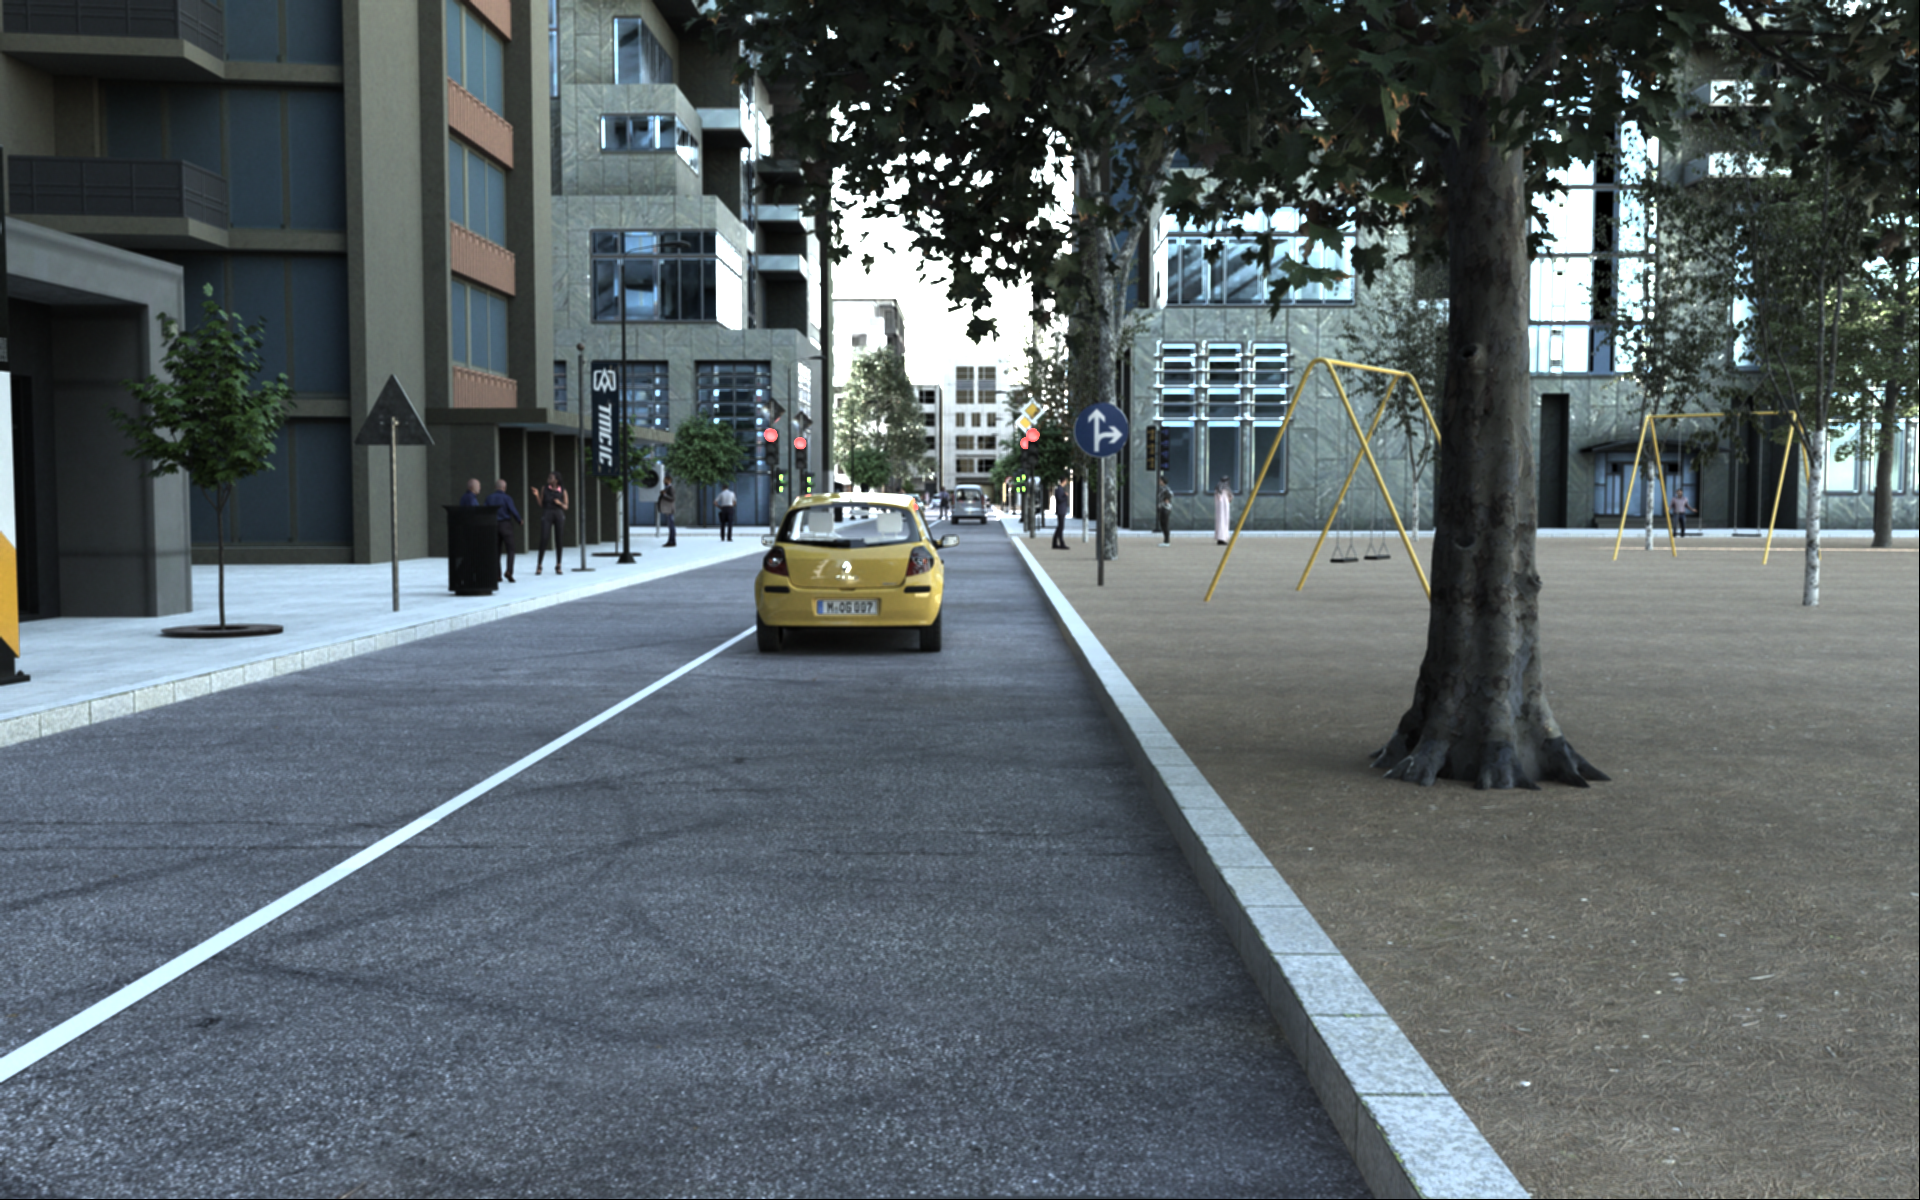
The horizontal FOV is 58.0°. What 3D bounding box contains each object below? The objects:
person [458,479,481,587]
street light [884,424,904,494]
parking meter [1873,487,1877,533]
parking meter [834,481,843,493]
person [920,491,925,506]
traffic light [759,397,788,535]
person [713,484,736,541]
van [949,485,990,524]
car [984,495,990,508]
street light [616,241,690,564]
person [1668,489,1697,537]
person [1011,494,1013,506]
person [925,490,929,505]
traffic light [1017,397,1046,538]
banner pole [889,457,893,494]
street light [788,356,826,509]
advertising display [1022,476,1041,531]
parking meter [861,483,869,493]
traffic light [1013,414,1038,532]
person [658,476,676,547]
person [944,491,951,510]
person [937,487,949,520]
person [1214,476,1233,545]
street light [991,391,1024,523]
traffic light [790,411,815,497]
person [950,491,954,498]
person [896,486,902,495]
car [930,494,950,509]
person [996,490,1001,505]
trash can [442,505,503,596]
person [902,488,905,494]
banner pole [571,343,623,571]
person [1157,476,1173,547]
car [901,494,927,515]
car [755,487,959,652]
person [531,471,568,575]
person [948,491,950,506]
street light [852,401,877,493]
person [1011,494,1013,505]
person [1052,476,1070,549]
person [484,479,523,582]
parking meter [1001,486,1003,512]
[{"bbox_3d":[-6.701,-0.930,23.948,0.600,1.496,0.574,0,4,-4],"label":"person"},{"bbox_3d":[-4.403,-8.656,114.068,1.470,5.913,1.316,0,4,1],"label":"street light"},{"bbox_3d":[30.614,-3.009,57.611,0.372,1.533,0.369,0,3,0],"label":"parking meter"},{"bbox_3d":[-5.547,-4.495,79.210,0.399,1.863,0.255,1,4,11],"label":"parking meter"},{"bbox_3d":[-3.058,-8.122,142.766,0.415,1.643,0.593,0,4,0],"label":"person"},{"bbox_3d":[-5.435,-3.756,50.333,0.839,4.253,0.868,0,4,1],"label":"traffic light"},{"bbox_3d":[-6.427,-2.391,47.347,0.614,1.554,0.590,0,4,-6],"label":"person"},{"bbox_3d":[0.447,-4.680,83.533,2.013,2.044,4.112,0,4,2],"label":"van"},{"bbox_3d":[2.185,-10.468,183.519,2.083,1.381,4.827,0,4,-1],"label":"car"},{"bbox_3d":[-5.647,-3.633,31.936,1.470,5.913,1.316,0,4,1],"label":"street light"},{"bbox_3d":[21.631,-2.547,52.095,0.963,1.587,0.435,0,4,3],"label":"person"},{"bbox_3d":[5.679,-11.041,186.577,0.705,1.822,1.348,0,4,2],"label":"person"},{"bbox_3d":[-3.807,-11.753,198.866,0.551,1.740,0.621,-3,4,-38],"label":"person"},{"bbox_3d":[2.086,-3.751,50.243,0.839,4.253,0.868,0,4,1],"label":"traffic light"},{"bbox_3d":[-4.665,-7.736,116.499,0.401,3.779,0.863,1,4,16],"label":"banner pole"},{"bbox_3d":[-5.201,-5.248,58.339,1.470,5.913,1.316,0,4,1],"label":"street light"},{"bbox_3d":[2.502,-3.378,60.448,0.123,1.923,0.974,3,4,37],"label":"advertising display"},{"bbox_3d":[-4.989,-5.201,90.755,0.399,1.863,0.255,-3,5,-44],"label":"parking meter"},{"bbox_3d":[2.198,-4.239,58.227,0.839,4.253,0.868,0,4,1],"label":"traffic light"},{"bbox_3d":[-7.145,-2.162,42.213,0.431,1.722,0.655,0,4,-8],"label":"person"},{"bbox_3d":[-1.291,-9.143,158.705,1.217,1.735,0.721,0,4,0],"label":"person"},{"bbox_3d":[-0.974,-5.408,96.788,0.709,1.838,0.599,1,4,20],"label":"person"},{"bbox_3d":[6.670,-2.269,43.805,0.551,1.740,0.621,3,4,36],"label":"person"},{"bbox_3d":[2.270,-6.451,78.012,1.470,5.913,1.316,0,4,1],"label":"street light"},{"bbox_3d":[-5.323,-4.244,58.317,0.839,4.253,0.868,0,4,1],"label":"traffic light"},{"bbox_3d":[-0.627,-9.834,169.969,0.721,1.739,1.217,3,5,44],"label":"person"},{"bbox_3d":[-2.476,-3.645,68.817,0.376,1.734,0.841,1,4,21],"label":"person"},{"bbox_3d":[-1.900,-9.336,164.650,2.014,1.417,4.499,0,4,1],"label":"car"},{"bbox_3d":[4.609,-11.628,196.685,1.217,1.766,0.721,1,4,12],"label":"person"},{"bbox_3d":[-6.175,-0.630,21.959,0.748,1.137,0.748,0,3,0],"label":"trash can"},{"bbox_3d":[-5.084,-9.042,153.891,0.705,1.823,1.348,-2,4,-25],"label":"person"},{"bbox_3d":[-6.067,-2.377,28.884,0.863,3.779,0.401,-1,4,-17],"label":"banner pole"},{"bbox_3d":[5.032,-2.181,42.424,0.376,1.734,0.841,0,4,7],"label":"person"},{"bbox_3d":[-2.836,-5.027,93.992,2.131,1.459,4.920,0,4,-1],"label":"car"},{"bbox_3d":[-1.014,-0.425,17.170,2.015,1.641,3.980,0,4,-1],"label":"car"},{"bbox_3d":[-6.513,-1.226,27.559,0.415,1.643,0.593,3,4,37],"label":"person"},{"bbox_3d":[-1.307,-11.749,201.257,0.621,1.740,0.551,-1,4,-15],"label":"person"},{"bbox_3d":[-4.813,-6.952,86.203,1.470,5.913,1.316,0,4,1],"label":"street light"},{"bbox_3d":[4.230,-8.604,147.443,0.721,1.736,1.217,-3,4,-38],"label":"person"},{"bbox_3d":[2.356,-2.040,40.319,0.530,1.710,0.541,1,4,21],"label":"person"},{"bbox_3d":[-6.633,-1.017,25.364,0.574,1.496,0.600,2,4,32],"label":"person"},{"bbox_3d":[3.142,-7.358,126.010,0.255,1.863,0.399,1,4,15],"label":"parking meter"}]
